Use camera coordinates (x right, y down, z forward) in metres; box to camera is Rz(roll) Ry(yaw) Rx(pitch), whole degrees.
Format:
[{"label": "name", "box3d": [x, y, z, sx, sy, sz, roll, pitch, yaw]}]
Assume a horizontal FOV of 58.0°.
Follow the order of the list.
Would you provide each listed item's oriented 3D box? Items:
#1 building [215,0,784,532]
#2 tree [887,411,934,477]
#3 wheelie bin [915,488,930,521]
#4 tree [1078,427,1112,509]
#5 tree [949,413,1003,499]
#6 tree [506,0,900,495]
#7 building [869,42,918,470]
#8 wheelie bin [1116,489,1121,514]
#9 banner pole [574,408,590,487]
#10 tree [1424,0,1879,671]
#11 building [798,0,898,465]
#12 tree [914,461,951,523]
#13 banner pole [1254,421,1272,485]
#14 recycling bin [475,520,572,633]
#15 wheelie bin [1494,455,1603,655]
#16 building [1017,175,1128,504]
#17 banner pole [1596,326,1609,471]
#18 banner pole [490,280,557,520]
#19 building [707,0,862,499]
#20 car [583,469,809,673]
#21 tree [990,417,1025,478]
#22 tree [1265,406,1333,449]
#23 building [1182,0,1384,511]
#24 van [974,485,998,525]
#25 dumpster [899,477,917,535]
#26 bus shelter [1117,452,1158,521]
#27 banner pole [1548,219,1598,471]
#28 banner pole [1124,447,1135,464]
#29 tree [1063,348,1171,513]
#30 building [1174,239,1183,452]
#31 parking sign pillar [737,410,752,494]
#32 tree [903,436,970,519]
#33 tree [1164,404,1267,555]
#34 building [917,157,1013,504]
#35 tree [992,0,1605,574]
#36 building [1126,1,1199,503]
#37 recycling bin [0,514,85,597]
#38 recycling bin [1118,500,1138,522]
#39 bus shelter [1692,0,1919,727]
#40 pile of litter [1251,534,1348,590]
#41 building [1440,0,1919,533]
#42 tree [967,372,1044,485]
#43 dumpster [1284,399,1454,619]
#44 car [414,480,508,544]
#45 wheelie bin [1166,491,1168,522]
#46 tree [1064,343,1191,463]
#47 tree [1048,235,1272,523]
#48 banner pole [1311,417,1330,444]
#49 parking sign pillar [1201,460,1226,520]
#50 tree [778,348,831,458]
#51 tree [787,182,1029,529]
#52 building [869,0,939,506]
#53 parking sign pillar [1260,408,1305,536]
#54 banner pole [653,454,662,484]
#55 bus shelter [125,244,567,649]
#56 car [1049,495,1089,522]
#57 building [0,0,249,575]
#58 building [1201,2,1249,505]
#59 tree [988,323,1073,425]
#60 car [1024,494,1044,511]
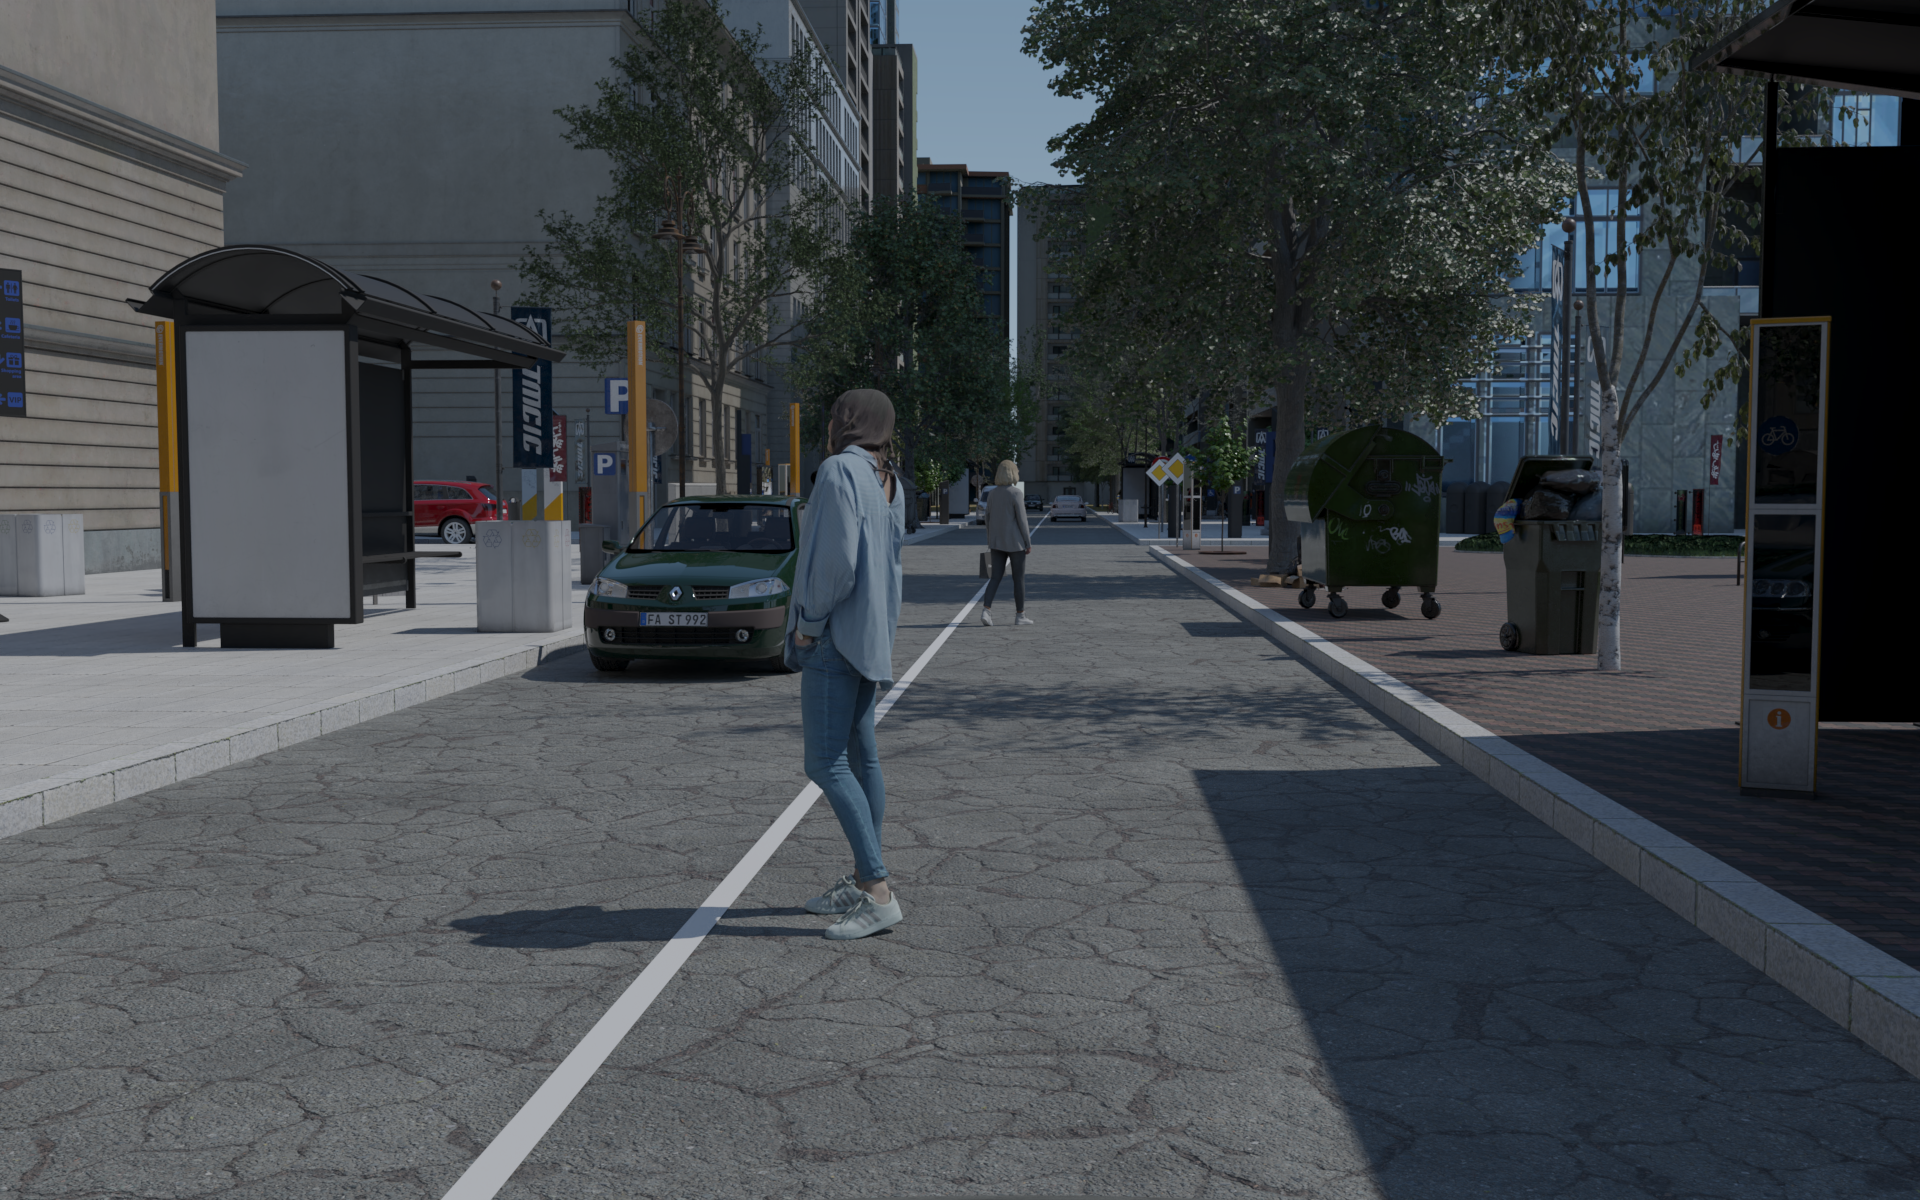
[{"label": "building", "box3d": [-17.780, -14.664, 73.045, 16.112, 22.955, 30.059, 0, 4, 3]}, {"label": "tree", "box3d": [-3.381, -9.475, 105.282, 4.737, 8.622, 4.395, 0, 3, 0]}, {"label": "wheelie bin", "box3d": [-1.888, -4.528, 81.933, 0.980, 1.594, 0.693, 1, 4, 20]}, {"label": "tree", "box3d": [12.384, -12.317, 151.746, 4.360, 8.622, 3.978, 0, 3, 0]}, {"label": "tree", "box3d": [1.240, -10.443, 121.105, 4.360, 8.622, 3.978, 0, 3, 0]}, {"label": "tree", "box3d": [-4.715, -5.964, 31.921, 7.601, 10.594, 8.767, -2, 4, -26]}, {"label": "building", "box3d": [-11.298, -28.716, 153.104, 14.154, 41.232, 14.086, 0, 4, 3]}, {"label": "wheelie bin", "box3d": [10.685, -6.456, 113.463, 0.693, 1.594, 0.980, 3, 5, 40]}, {"label": "banner pole", "box3d": [-11.004, -3.709, 50.652, 0.863, 3.779, 0.401, 3, 5, 40]}, {"label": "tree", "box3d": [4.830, -3.780, 12.172, 4.360, 8.622, 3.978, 0, 3, 0]}, {"label": "building", "box3d": [-15.519, -42.615, 135.009, 20.563, 71.187, 20.611, 0, 4, 3]}, {"label": "tree", "box3d": [-1.444, -4.997, 76.306, 1.663, 3.219, 1.824, 0, 3, 0]}, {"label": "banner pole", "box3d": [10.334, -4.188, 58.492, 0.863, 3.779, 0.401, 1, 4, 22]}, {"label": "recycling bin", "box3d": [-4.106, -0.231, 16.334, 0.722, 1.027, 0.722, 0, 4, 3]}, {"label": "wheelie bin", "box3d": [4.837, -0.373, 13.999, 0.980, 1.594, 0.693, -1, 4, -13]}, {"label": "building", "box3d": [14.292, -32.951, 222.338, 14.086, 41.232, 14.154, 0, 4, 3]}, {"label": "banner pole", "box3d": [8.185, -1.994, 22.612, 0.863, 3.779, 0.401, -2, 4, -33]}, {"label": "banner pole", "box3d": [-5.191, -1.857, 20.382, 0.863, 3.779, 0.401, -1, 4, -16]}, {"label": "building", "box3d": [-13.065, -19.877, 102.483, 11.434, 29.767, 29.804, 0, 4, 3]}, {"label": "car", "box3d": [-2.003, -0.331, 15.197, 2.009, 1.686, 4.222, 0, 4, 5]}, {"label": "tree", "box3d": [4.409, -13.009, 163.053, 4.737, 8.622, 4.395, 0, 3, 0]}, {"label": "tree", "box3d": [12.394, -4.801, 62.212, 4.285, 4.588, 4.351, 0, 3, 0]}, {"label": "building", "box3d": [32.898, -33.160, 165.861, 21.300, 48.544, 21.600, 0, 4, 3]}, {"label": "van", "box3d": [1.699, -4.533, 81.132, 2.013, 2.044, 4.112, 0, 4, 5]}, {"label": "dumpster", "box3d": [-2.071, -3.046, 55.568, 1.264, 1.857, 1.865, 0, 4, 4]}, {"label": "bus shelter", "box3d": [8.935, -5.647, 86.257, 2.014, 3.302, 5.546, 0, 4, 3]}, {"label": "banner pole", "box3d": [5.412, -1.568, 15.655, 0.401, 3.779, 0.863, 2, 4, 32]}, {"label": "banner pole", "box3d": [8.982, -6.246, 92.133, 0.863, 3.779, 0.401, 3, 5, 39]}, {"label": "tree", "box3d": [12.610, -13.398, 137.185, 7.486, 12.596, 7.792, 0, 3, 0]}, {"label": "building", "box3d": [29.822, -25.245, 184.452, 14.160, 30.474, 14.107, 0, 4, 3]}, {"label": "parking sign pillar", "box3d": [-7.035, -4.146, 56.266, 1.447, 3.967, 1.447, 0, 4, -8]}, {"label": "tree", "box3d": [-1.192, -6.389, 88.171, 4.285, 4.588, 4.351, 0, 3, 0]}, {"label": "tree", "box3d": [5.493, -2.594, 37.020, 1.663, 3.219, 1.824, 0, 3, 0]}, {"label": "building", "box3d": [-7.655, -35.075, 228.104, 28.867, 44.769, 22.147, 0, 4, 3]}, {"label": "tree", "box3d": [5.419, -7.402, 27.674, 9.857, 13.997, 8.962, 0, 3, 0]}, {"label": "building", "box3d": [31.806, -48.035, 223.622, 20.611, 71.187, 20.563, 0, 4, 3]}, {"label": "recycling bin", "box3d": [-11.621, -0.572, 21.905, 0.722, 1.027, 0.722, 1, 4, 20]}, {"label": "recycling bin", "box3d": [7.633, -4.041, 78.624, 0.722, 1.027, 0.722, -1, 4, -14]}, {"label": "bus shelter", "box3d": [4.629, -0.923, 6.367, 1.731, 3.624, 6.357, 0, 4, 4]}, {"label": "pile of litter", "box3d": [4.682, -0.609, 23.922, 1.176, 0.858, 1.719, 0, 4, -8]}, {"label": "building", "box3d": [30.922, -45.996, 64.703, 31.000, 86.520, 22.319, 0, 4, 3]}, {"label": "tree", "box3d": [2.688, -12.860, 136.015, 9.928, 11.665, 9.643, 0, 3, 0]}, {"label": "dumpster", "box3d": [4.343, -0.980, 18.521, 1.502, 2.255, 1.985, 0, 4, 3]}, {"label": "car", "box3d": [-15.057, -2.381, 47.601, 5.304, 1.827, 2.281, 0, 4, 2]}, {"label": "wheelie bin", "box3d": [9.733, -4.371, 79.375, 0.980, 1.594, 0.693, 2, 4, 33]}, {"label": "tree", "box3d": [10.594, -11.121, 107.583, 9.928, 11.665, 9.643, 0, 3, 0]}, {"label": "tree", "box3d": [9.170, -10.175, 76.728, 12.009, 13.543, 11.850, 0, 3, 0]}, {"label": "banner pole", "box3d": [11.570, -4.033, 55.949, 0.863, 3.779, 0.401, 3, 4, 36]}, {"label": "parking sign pillar", "box3d": [12.747, -6.057, 87.497, 1.447, 3.967, 1.447, 1, 4, 14]}, {"label": "tree", "box3d": [-5.608, -7.640, 75.272, 4.360, 8.622, 3.978, 0, 3, 0]}, {"label": "tree", "box3d": [-1.963, -8.994, 64.066, 9.611, 12.733, 9.660, 0, 3, 0]}, {"label": "building", "box3d": [-18.530, -53.129, 181.337, 31.000, 86.520, 22.319, 0, 4, 3]}, {"label": "parking sign pillar", "box3d": [10.065, -3.991, 53.720, 1.447, 3.967, 1.447, -2, 4, -35]}, {"label": "banner pole", "box3d": [-9.386, -3.804, 52.208, 0.863, 3.779, 0.401, 0, 4, -7]}, {"label": "bus shelter", "box3d": [-5.599, -1.401, 16.835, 2.014, 3.302, 5.546, 0, 4, 4]}, {"label": "car", "box3d": [5.690, -4.784, 90.584, 2.083, 1.381, 4.827, 0, 4, 4]}, {"label": "building", "box3d": [-30.774, -12.756, 27.648, 34.723, 24.649, 14.460, 0, 4, 3]}, {"label": "building", "box3d": [31.316, -29.738, 140.839, 22.147, 44.769, 28.867, 0, 4, 3]}, {"label": "tree", "box3d": [6.688, -20.513, 191.270, 12.611, 20.169, 13.585, 0, 3, 0]}, {"label": "car", "box3d": [6.048, -8.229, 144.338, 2.009, 1.686, 4.222, 0, 4, 4]}]
